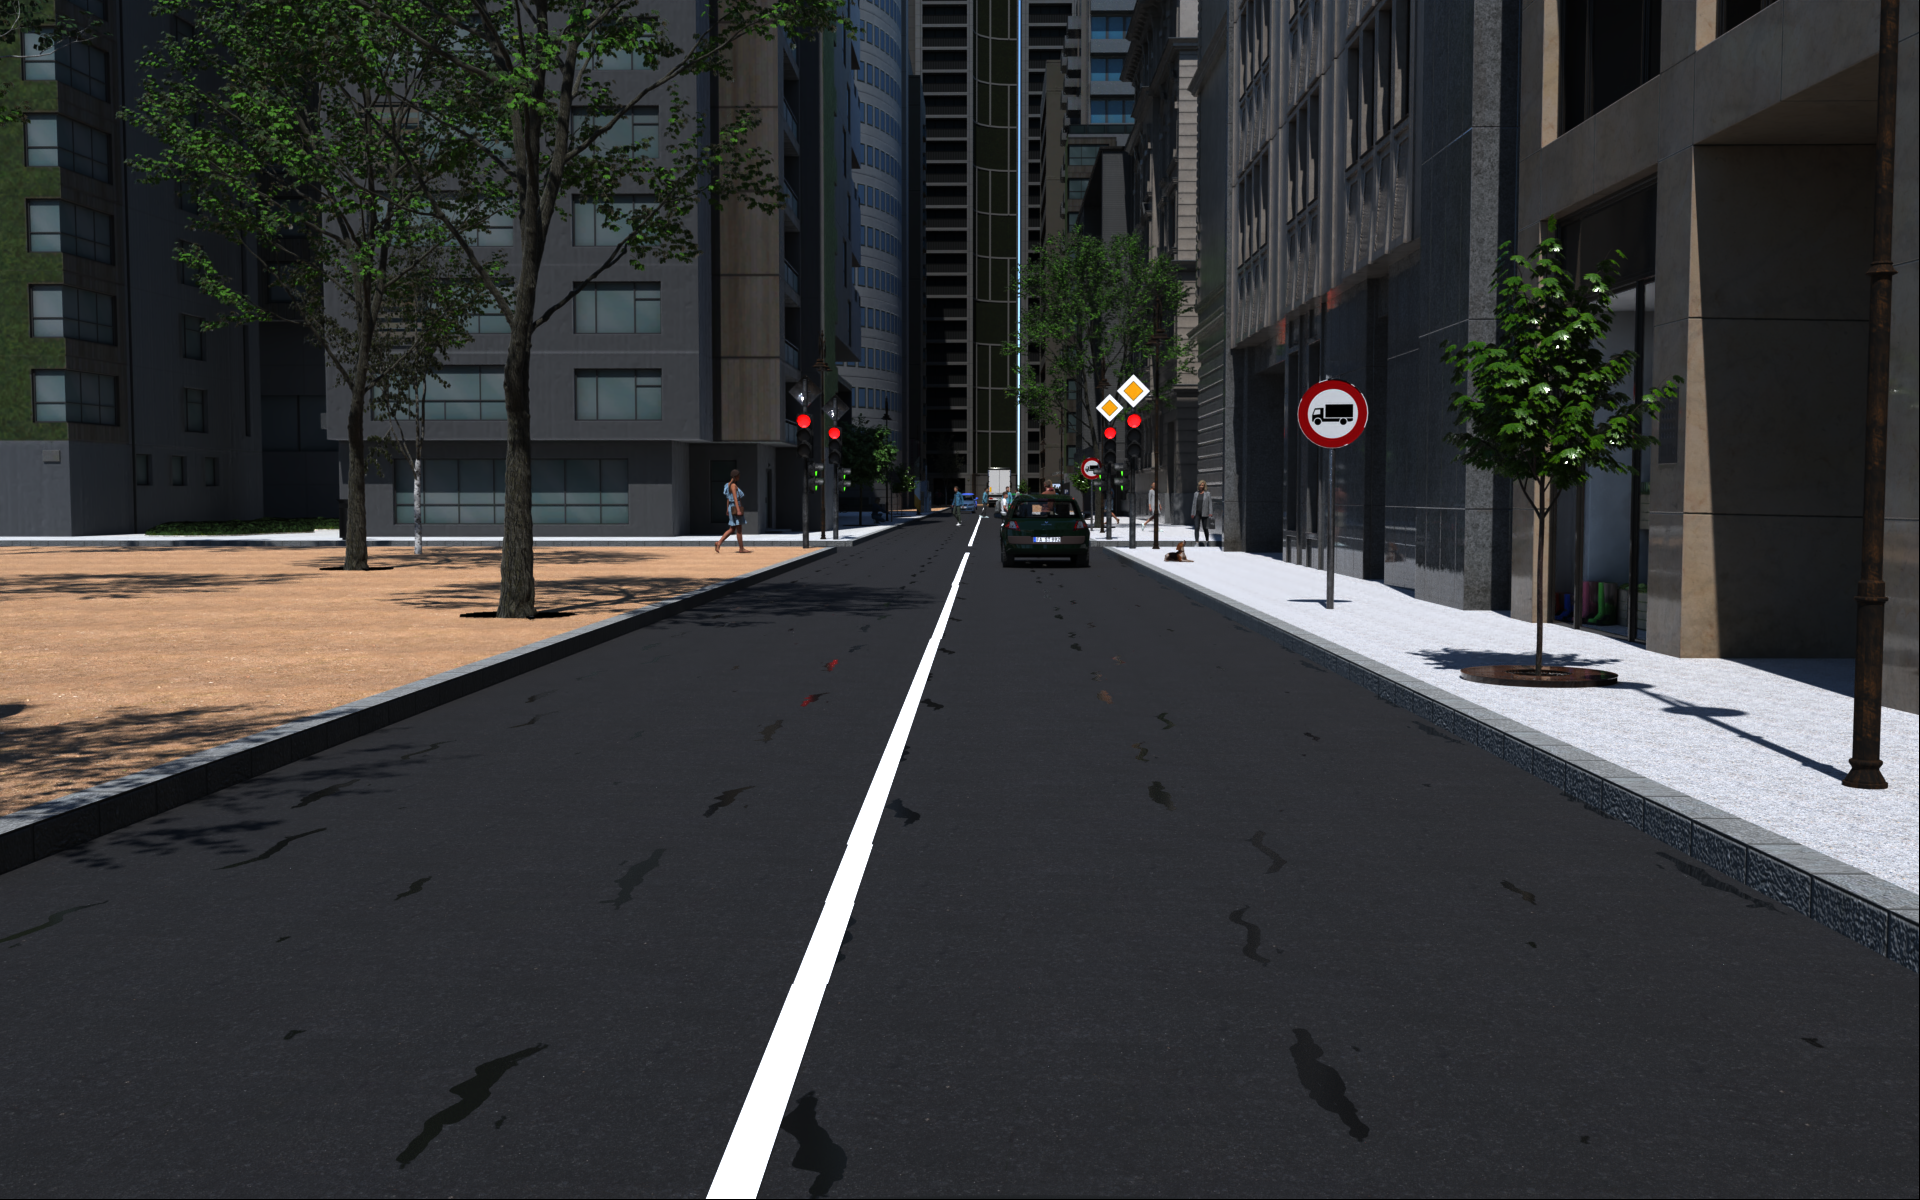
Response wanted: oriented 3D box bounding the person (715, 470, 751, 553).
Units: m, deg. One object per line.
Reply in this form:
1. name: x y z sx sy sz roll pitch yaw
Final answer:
1. person: -4.908 -1.916 37.469 0.778 1.811 0.616 -1 4 -16

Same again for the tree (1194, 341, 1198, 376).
1. tree: 5.327 -8.538 65.352 9.928 11.665 9.643 0 3 0

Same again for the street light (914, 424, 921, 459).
1. street light: -2.817 -8.710 115.191 0.468 5.910 1.993 0 4 1

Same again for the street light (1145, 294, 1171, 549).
1. street light: 4.579 -4.128 40.284 0.468 5.910 1.993 0 4 1

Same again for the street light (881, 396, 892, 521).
1. street light: -3.455 -6.671 81.860 0.468 5.910 1.993 0 4 1

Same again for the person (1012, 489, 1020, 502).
1. person: 3.726 -6.312 111.978 0.850 1.792 0.678 2 4 26

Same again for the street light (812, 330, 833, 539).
1. street light: -3.883 -4.661 49.003 0.468 5.910 1.993 0 4 1

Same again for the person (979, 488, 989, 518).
1. person: 1.467 -5.912 105.183 0.620 1.820 0.660 0 4 3

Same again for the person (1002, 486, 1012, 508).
1. person: 2.576 -5.180 93.061 0.638 1.841 0.748 3 5 43

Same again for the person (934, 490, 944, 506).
1. person: -2.274 -11.183 189.609 1.217 1.743 0.721 -1 4 -11

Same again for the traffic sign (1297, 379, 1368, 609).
1. traffic sign: 4.132 -1.171 19.256 0.768 2.556 0.104 1 4 11

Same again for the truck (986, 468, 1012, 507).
1. truck: 4.276 -12.205 188.464 2.839 4.237 11.283 0 4 1

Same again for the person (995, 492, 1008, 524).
1. person: 1.450 -2.839 57.507 0.503 1.515 0.523 3 5 44

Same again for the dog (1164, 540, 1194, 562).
1. dog: 4.155 -0.929 32.930 0.550 0.427 0.748 0 4 4

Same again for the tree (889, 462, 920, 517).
1. tree: -3.296 -6.212 96.160 1.663 3.219 1.824 0 3 0

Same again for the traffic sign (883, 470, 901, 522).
1. traffic sign: -3.163 -4.895 80.032 0.884 2.594 0.081 1 4 9

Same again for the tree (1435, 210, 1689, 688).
1. tree: 4.132 -1.057 11.879 1.663 3.219 1.824 0 3 0

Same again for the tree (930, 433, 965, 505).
1. tree: -1.566 -15.346 201.269 4.360 8.622 3.978 0 3 0

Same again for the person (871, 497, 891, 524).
1. person: -3.532 -3.892 75.175 0.738 1.151 1.012 -1 4 -23

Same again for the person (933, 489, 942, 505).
1. person: -2.566 -11.642 196.468 1.350 1.814 0.705 3 5 40

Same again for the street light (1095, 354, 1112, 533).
1. street light: 4.720 -5.167 57.276 0.468 5.910 1.993 0 4 1

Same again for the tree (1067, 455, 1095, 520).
1. tree: 6.282 -5.611 86.348 1.663 3.219 1.824 0 3 0

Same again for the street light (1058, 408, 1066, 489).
1. street light: 5.311 -7.202 90.546 0.468 5.910 1.993 0 4 1

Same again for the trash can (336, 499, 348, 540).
1. trash can: -17.055 -2.252 48.466 0.748 1.137 0.748 0 3 0

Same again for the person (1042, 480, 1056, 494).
1. person: 2.454 -2.415 47.953 0.573 1.828 0.580 0 4 -5

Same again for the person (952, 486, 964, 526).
1. person: -0.082 -4.272 78.697 0.444 1.785 0.601 -2 4 -31

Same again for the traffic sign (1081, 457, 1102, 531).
1. traffic sign: 4.567 -3.663 60.000 0.768 2.556 0.104 0 4 6

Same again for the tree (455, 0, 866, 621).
1. tree: -4.464 -5.621 17.661 9.928 11.665 9.643 0 3 0

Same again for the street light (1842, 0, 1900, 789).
1. street light: 3.976 -2.119 7.430 0.468 5.910 1.993 0 4 1

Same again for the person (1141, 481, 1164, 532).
1. person: 6.555 -3.191 58.971 0.760 1.731 0.466 1 4 9

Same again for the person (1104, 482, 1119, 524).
1. person: 6.409 -4.105 73.253 0.778 1.811 0.616 2 4 28

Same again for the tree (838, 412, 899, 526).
1. tree: -4.031 -5.261 69.724 4.285 4.588 4.351 0 3 0

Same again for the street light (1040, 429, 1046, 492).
1. street light: 5.926 -9.213 123.417 0.468 5.910 1.993 0 4 1

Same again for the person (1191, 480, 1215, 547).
1. person: 6.496 -2.280 45.966 0.709 1.800 0.728 2 4 29
